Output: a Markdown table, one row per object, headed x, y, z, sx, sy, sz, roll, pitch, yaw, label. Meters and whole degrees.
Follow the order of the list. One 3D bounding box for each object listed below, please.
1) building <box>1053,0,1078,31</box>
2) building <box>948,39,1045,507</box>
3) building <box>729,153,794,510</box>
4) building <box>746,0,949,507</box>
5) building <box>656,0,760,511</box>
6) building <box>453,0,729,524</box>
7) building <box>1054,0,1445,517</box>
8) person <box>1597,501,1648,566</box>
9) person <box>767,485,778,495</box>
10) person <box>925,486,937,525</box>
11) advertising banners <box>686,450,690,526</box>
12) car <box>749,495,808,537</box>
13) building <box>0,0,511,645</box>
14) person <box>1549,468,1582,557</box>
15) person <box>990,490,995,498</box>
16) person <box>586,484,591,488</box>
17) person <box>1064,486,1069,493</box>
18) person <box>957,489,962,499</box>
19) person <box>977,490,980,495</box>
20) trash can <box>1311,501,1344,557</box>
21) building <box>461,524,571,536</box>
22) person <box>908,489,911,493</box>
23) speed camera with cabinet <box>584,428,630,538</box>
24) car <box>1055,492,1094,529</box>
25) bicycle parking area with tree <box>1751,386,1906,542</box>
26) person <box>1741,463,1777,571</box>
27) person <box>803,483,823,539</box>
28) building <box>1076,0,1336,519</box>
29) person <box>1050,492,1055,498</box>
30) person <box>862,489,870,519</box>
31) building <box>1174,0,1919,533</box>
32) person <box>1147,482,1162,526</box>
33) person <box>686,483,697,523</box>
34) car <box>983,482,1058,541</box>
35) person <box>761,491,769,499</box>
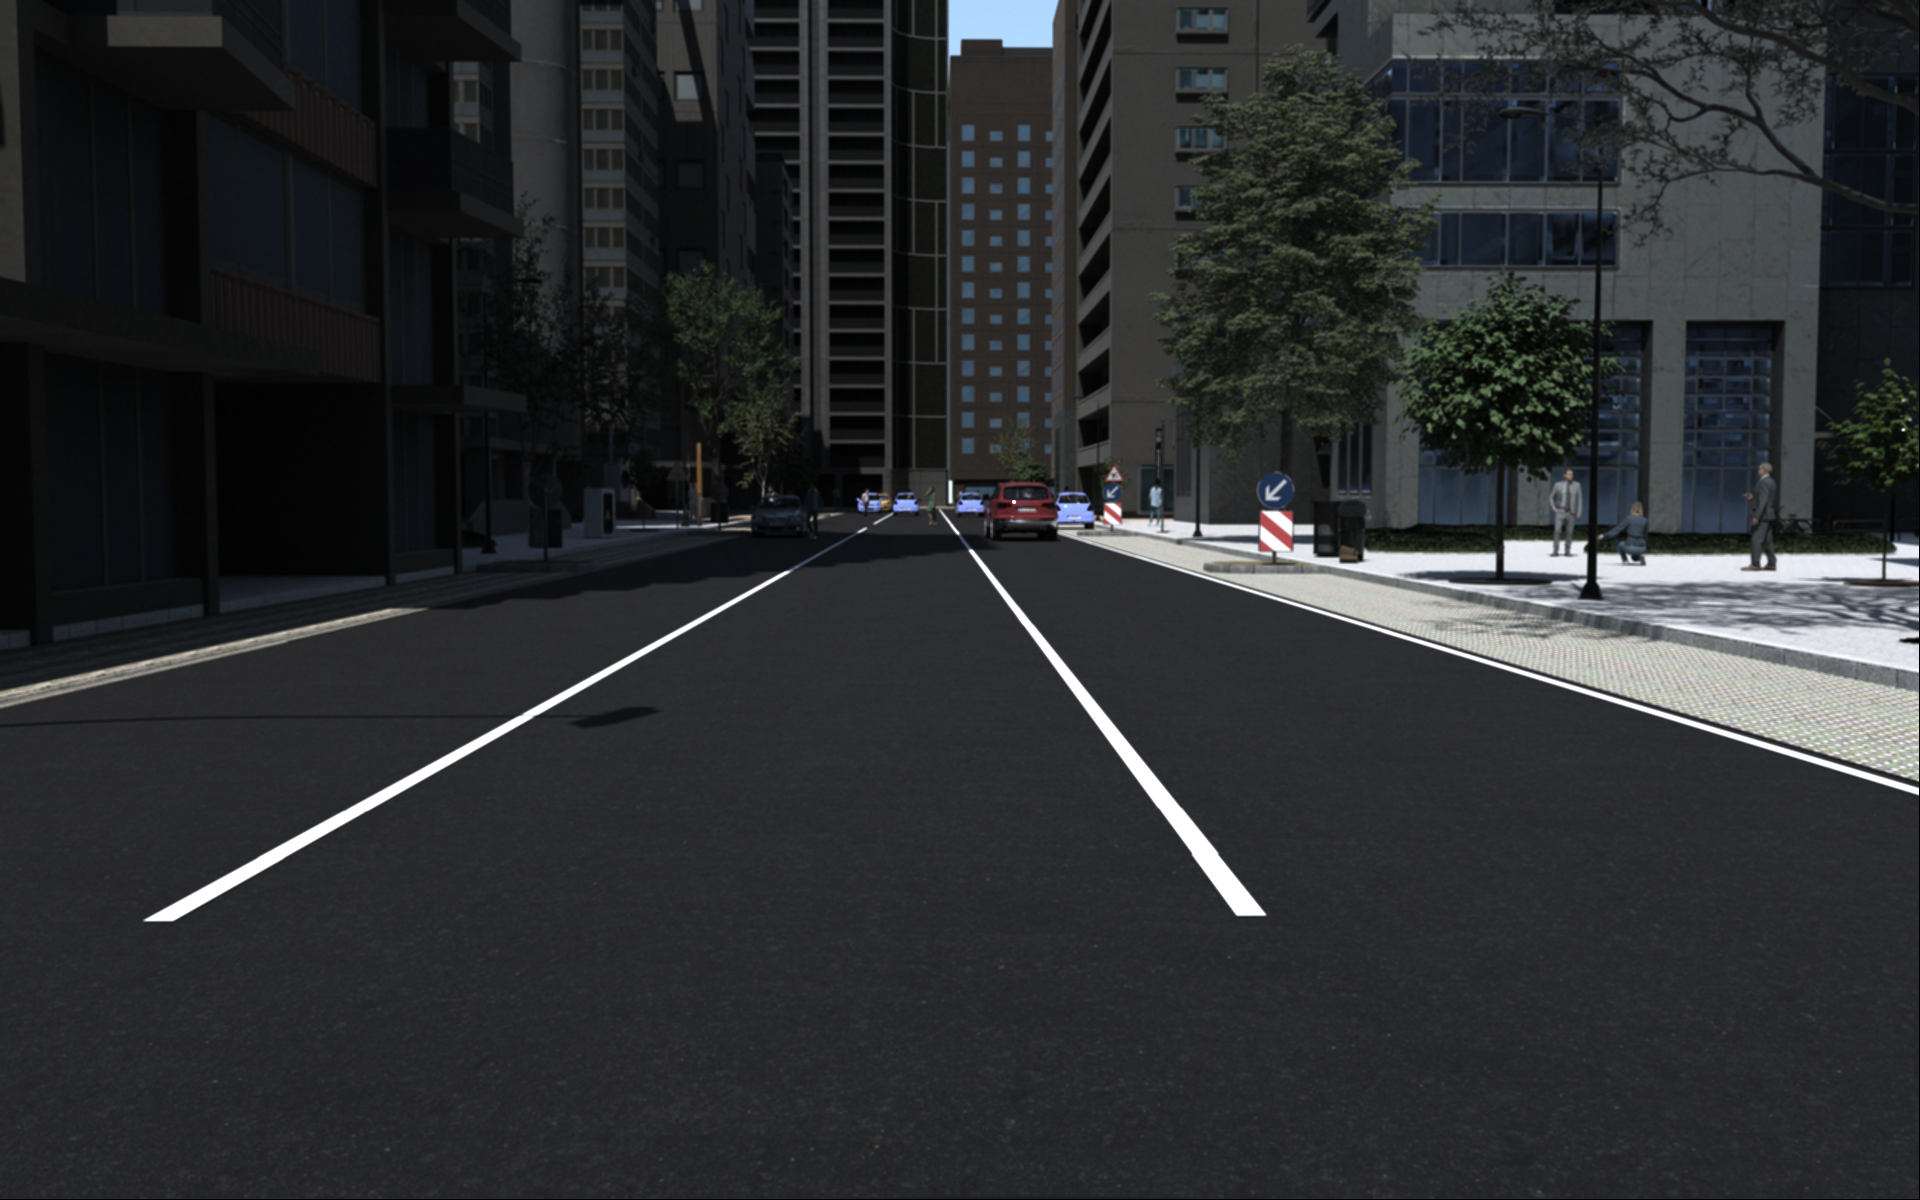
| x | y | z | sx | sy | sz | roll | pitch | yaw | label |
| --- | --- | --- | --- | --- | --- | --- | --- | --- | --- |
| 15.312 | -30.512 | 148.988 | 14.600 | 45.320 | 14.200 | 0 | 4 | -1 | building |
| 6.025 | -32.071 | 174.472 | 14.200 | 45.320 | 14.600 | 0 | 4 | -1 | building |
| -21.551 | -23.096 | 149.319 | 14.107 | 30.474 | 14.160 | 0 | 4 | -1 | building |
| -11.431 | -45.137 | 176.241 | 20.611 | 71.187 | 20.563 | 0 | 4 | -1 | building |
| -28.638 | -32.443 | 119.689 | 28.713 | 52.752 | 27.495 | 0 | 4 | -1 | building |
| -29.638 | -24.602 | 94.122 | 32.217 | 40.220 | 23.993 | 0 | 4 | -1 | building |
| 19.221 | -49.667 | 124.721 | 22.319 | 86.520 | 31.000 | 0 | 4 | -1 | building |
| 12.035 | -1.207 | 31.282 | 1.012 | 1.151 | 0.738 | 0 | 4 | 1 | person |
| -7.347 | -3.611 | 67.883 | 0.623 | 1.781 | 0.721 | 0 | 4 | -3 | person |
| -1.272 | -4.335 | 79.627 | 0.529 | 1.795 | 0.600 | -2 | 4 | -29 | person |
| -10.981 | -4.509 | 69.902 | 0.090 | 3.025 | 2.074 | -1 | 4 | -11 | advertising banners |
| -6.088 | -2.857 | 58.720 | 2.014 | 1.417 | 4.499 | 0 | 4 | -3 | car |
| -18.479 | -22.440 | 21.526 | 22.147 | 44.769 | 28.867 | 0 | 4 | -1 | building |
| 12.457 | -1.804 | 35.630 | 0.635 | 1.810 | 0.391 | 0 | 4 | 7 | person |
| 2.750 | -7.557 | 132.201 | 1.348 | 1.807 | 0.705 | 3 | 5 | 42 | person |
| -17.358 | -4.554 | 81.055 | 0.362 | 1.759 | 0.519 | 0 | 4 | 5 | person |
| 6.349 | -5.785 | 101.347 | 0.721 | 1.735 | 1.217 | 0 | 4 | 3 | person |
| -0.092 | -8.329 | 144.540 | 0.599 | 1.838 | 0.709 | 1 | 4 | 18 | person |
| 1.538 | -8.564 | 148.605 | 0.705 | 1.814 | 1.350 | 0 | 4 | 2 | person |
| 7.525 | -1.448 | 35.322 | 0.748 | 1.137 | 0.748 | 0 | 3 | 0 | trash can |
| -30.397 | -22.259 | 55.815 | 32.217 | 40.220 | 23.993 | 0 | 4 | -1 | building |
| -3.924 | -7.744 | 135.203 | 1.348 | 1.812 | 0.705 | 1 | 4 | 20 | person |
| -10.405 | -3.469 | 51.061 | 0.660 | 3.252 | 2.038 | 1 | 4 | 13 | speed camera with cabinet |
| 4.564 | -3.755 | 70.992 | 1.945 | 1.707 | 3.694 | 0 | 4 | 0 | car |
| 25.734 | -3.476 | 43.838 | 9.016 | 4.147 | 8.231 | 0 | 4 | -8 | bicycle parking area with tree |
| 13.390 | -1.397 | 29.057 | 0.590 | 1.801 | 0.661 | 3 | 4 | 37 | person |
| -4.675 | -2.832 | 55.155 | 0.601 | 1.785 | 0.444 | 1 | 4 | 18 | person |
| 18.294 | -29.102 | 99.517 | 21.300 | 48.544 | 21.600 | 0 | 4 | -1 | building |
| 6.954 | -8.081 | 138.262 | 1.348 | 1.812 | 0.705 | 1 | 4 | 13 | person |
| -5.462 | -5.630 | 101.485 | 0.436 | 1.711 | 0.756 | 3 | 5 | 40 | person |
| 21.705 | -46.032 | 65.289 | 22.319 | 86.520 | 31.000 | 0 | 4 | -1 | building |
| 7.777 | -3.821 | 68.778 | 0.793 | 1.790 | 0.793 | -1 | 4 | -19 | person |
| -11.682 | -4.238 | 75.690 | 0.694 | 1.780 | 0.624 | 0 | 4 | 1 | person |
| 1.891 | -2.805 | 54.534 | 2.281 | 1.827 | 5.304 | 0 | 4 | -3 | car |
| -12.250 | -6.372 | 110.937 | 1.217 | 1.736 | 0.721 | 2 | 4 | 35 | person |
